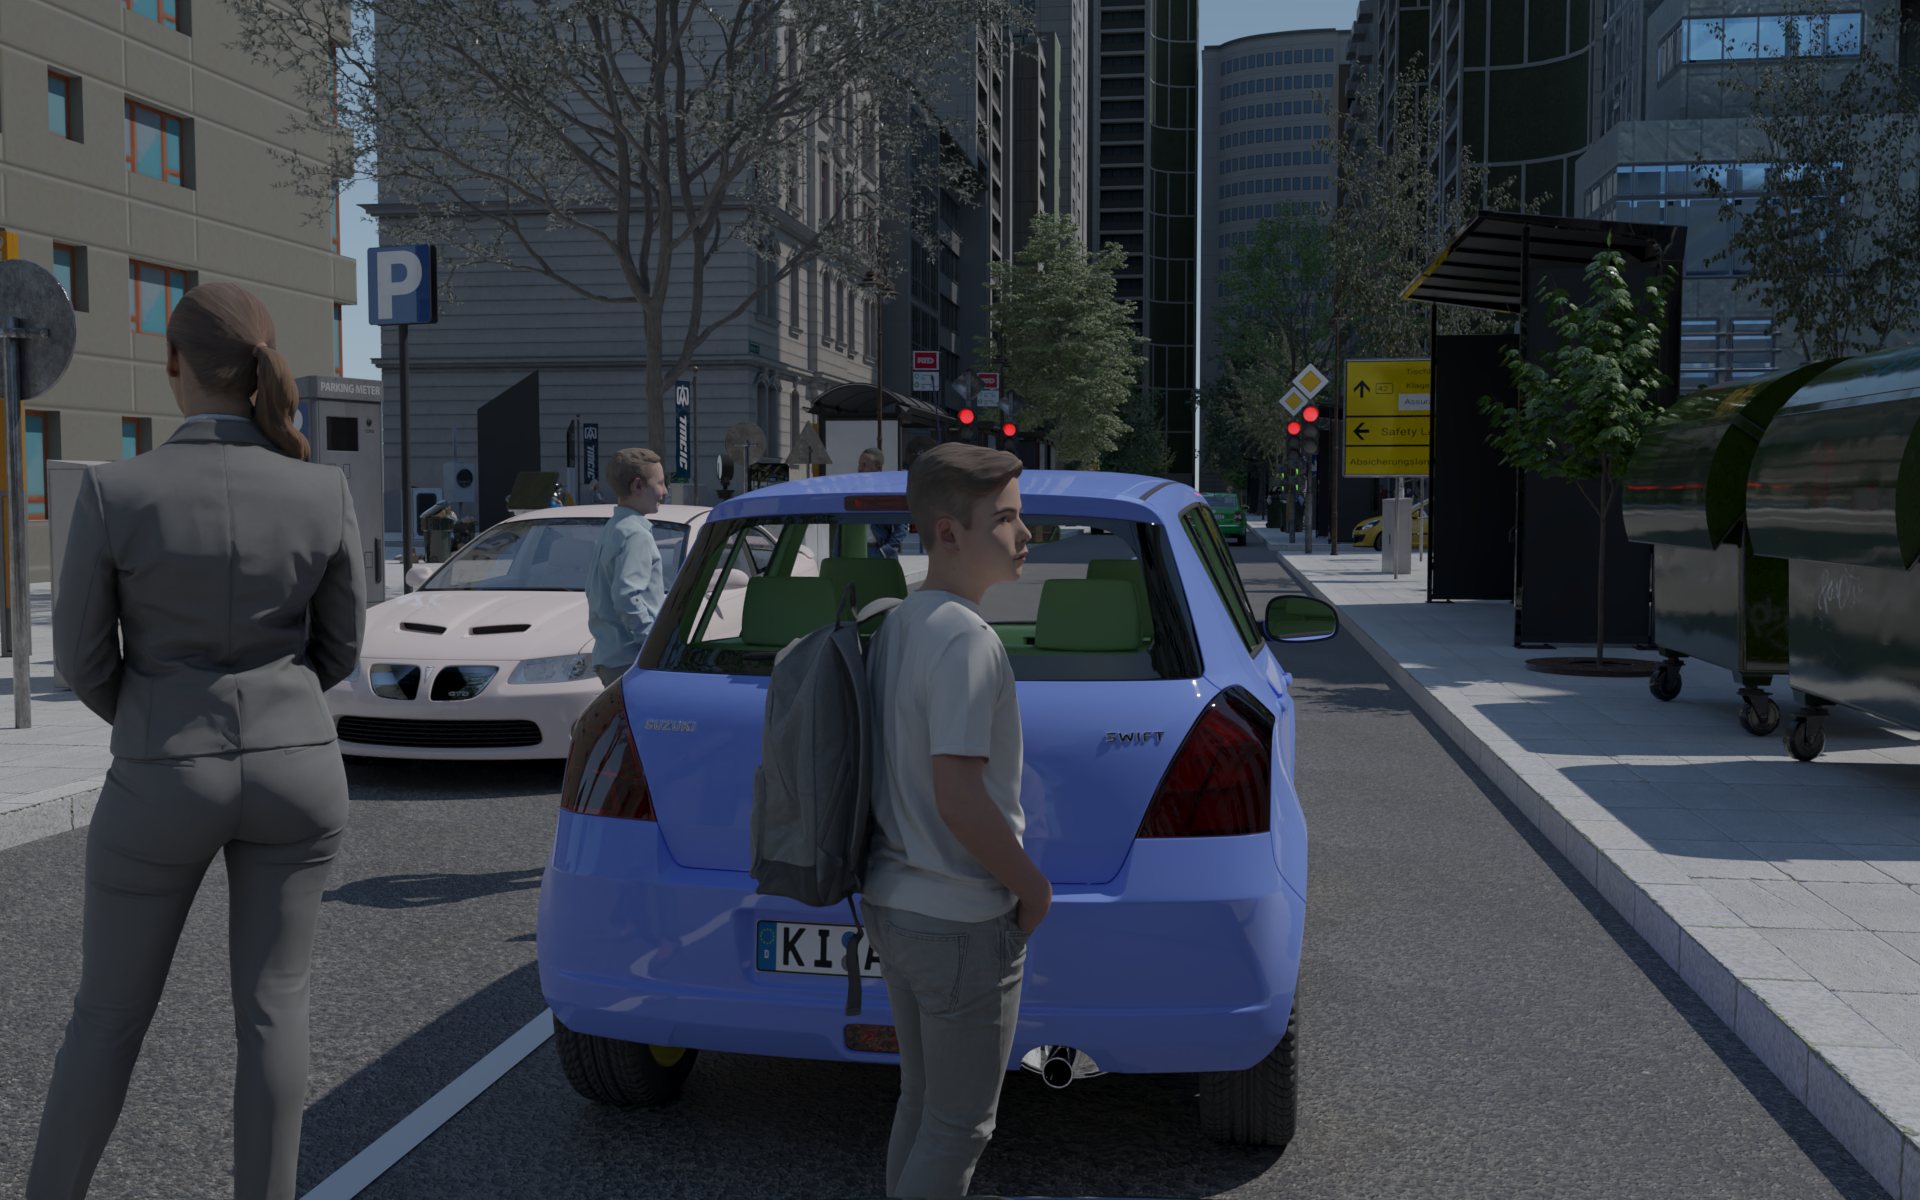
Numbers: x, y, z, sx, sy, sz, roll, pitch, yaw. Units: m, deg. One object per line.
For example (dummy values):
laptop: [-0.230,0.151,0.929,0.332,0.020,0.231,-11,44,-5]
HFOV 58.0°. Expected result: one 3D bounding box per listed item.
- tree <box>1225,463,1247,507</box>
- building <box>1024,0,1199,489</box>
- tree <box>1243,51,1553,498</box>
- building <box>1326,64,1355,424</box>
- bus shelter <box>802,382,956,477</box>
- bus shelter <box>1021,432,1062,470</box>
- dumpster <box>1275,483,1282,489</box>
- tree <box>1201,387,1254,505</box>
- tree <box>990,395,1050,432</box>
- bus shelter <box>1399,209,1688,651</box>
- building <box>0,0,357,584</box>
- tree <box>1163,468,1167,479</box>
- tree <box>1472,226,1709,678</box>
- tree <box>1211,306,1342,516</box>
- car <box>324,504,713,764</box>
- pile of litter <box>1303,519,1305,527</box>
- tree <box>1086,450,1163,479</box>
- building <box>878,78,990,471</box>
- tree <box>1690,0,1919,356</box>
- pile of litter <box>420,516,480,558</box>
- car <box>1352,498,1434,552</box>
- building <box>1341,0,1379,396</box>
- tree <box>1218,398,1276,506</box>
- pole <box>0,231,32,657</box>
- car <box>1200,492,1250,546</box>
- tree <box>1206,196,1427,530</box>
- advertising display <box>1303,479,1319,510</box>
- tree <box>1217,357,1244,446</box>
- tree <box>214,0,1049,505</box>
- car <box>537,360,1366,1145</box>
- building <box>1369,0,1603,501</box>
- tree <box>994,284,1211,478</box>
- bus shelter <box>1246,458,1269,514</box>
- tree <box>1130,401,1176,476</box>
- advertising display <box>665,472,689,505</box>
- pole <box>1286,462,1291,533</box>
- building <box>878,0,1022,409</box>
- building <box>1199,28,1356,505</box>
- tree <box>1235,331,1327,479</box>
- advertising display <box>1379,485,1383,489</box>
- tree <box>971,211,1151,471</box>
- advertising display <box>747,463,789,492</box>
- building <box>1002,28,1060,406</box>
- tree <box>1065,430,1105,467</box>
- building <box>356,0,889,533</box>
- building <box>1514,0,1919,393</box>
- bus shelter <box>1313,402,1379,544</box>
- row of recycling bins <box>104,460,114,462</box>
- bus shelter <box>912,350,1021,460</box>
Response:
tree: [27.757,-11.398,170.071,4.285,4.588,4.351,0,3,0]
building: [19.830,-47.872,220.957,20.611,71.187,20.563,1,4,8]
tree: [7.621,-4.826,29.267,4.360,8.622,3.978,0,3,0]
building: [44.951,-32.213,176.798,14.600,45.320,14.200,1,4,8]
bus shelter: [-1.474,-2.461,34.154,2.014,3.302,5.546,1,4,8]
bus shelter: [2.017,-5.012,59.574,2.179,5.291,8.768,1,4,9]
dumpster: [21.220,-6.820,114.008,1.502,2.255,1.985,1,4,8]
tree: [31.600,-17.605,194.496,9.857,13.997,8.962,0,3,0]
tree: [3.570,-9.136,99.738,4.360,8.622,3.978,0,3,0]
bus shelter: [5.571,-1.591,17.298,1.731,3.624,6.357,1,4,8]
building: [-28.209,-10.841,22.288,28.899,21.520,27.650,1,4,8]
tree: [17.505,-10.825,160.699,4.285,4.588,4.351,0,3,0]
tree: [4.781,-1.099,12.572,1.663,3.219,1.824,0,3,0]
tree: [18.164,-11.397,103.348,9.611,12.733,9.660,0,3,0]
car: [-2.133,0.111,10.555,2.083,1.381,4.827,1,4,10]
pile of litter: [13.183,-3.254,67.168,1.719,0.858,1.176,0,4,1]
tree: [9.105,-7.267,102.523,4.285,4.588,4.351,0,3,0]
building: [-7.297,-16.814,93.977,14.314,24.678,30.058,1,4,8]
tree: [12.272,-4.522,24.301,4.360,8.622,3.978,0,3,0]
pile of litter: [-9.905,-1.231,34.096,1.719,0.858,1.176,3,5,43]
car: [11.334,-1.883,41.014,3.980,1.641,2.015,1,4,9]
building: [45.928,-32.675,153.845,23.786,49.044,30.456,1,4,8]
tree: [29.876,-15.868,177.563,7.486,12.596,7.792,0,3,0]
pole: [-7.451,-1.207,13.581,0.158,3.312,0.155,0,3,0]
car: [7.256,-2.476,49.279,1.959,1.807,4.718,1,4,9]
tree: [12.498,-8.310,61.631,9.928,11.665,9.643,0,3,0]
advertising display: [14.981,-4.214,74.108,0.974,1.923,0.123,-1,4,-22]
tree: [12.862,-7.390,71.195,4.360,8.622,3.978,0,3,0]
tree: [-3.767,-6.806,21.652,12.009,13.543,11.850,0,3,0]
car: [0.165,0.267,5.226,1.945,1.707,3.694,1,4,10]
building: [40.058,-42.203,128.272,20.563,71.187,20.611,1,4,8]
tree: [6.179,-10.582,90.016,9.611,12.733,9.660,0,3,0]
bus shelter: [19.420,-7.487,113.703,1.731,3.624,6.357,1,4,9]
tree: [12.948,-10.809,127.089,4.737,8.622,4.395,0,3,0]
advertising display: [-8.376,-2.783,50.711,0.974,1.923,0.123,-3,5,-40]
pole: [10.760,-3.837,56.572,0.158,3.312,0.155,0,3,0]
building: [2.243,-45.327,179.352,20.611,71.187,20.563,1,4,8]
building: [44.489,-41.366,218.332,28.212,58.520,21.231,1,4,8]
tree: [14.681,-7.779,77.545,4.737,8.622,4.395,0,3,0]
advertising display: [28.498,-6.861,117.397,0.123,1.923,0.974,2,4,28]
tree: [3.943,-9.323,70.558,7.486,12.596,7.792,0,3,0]
advertising display: [-3.959,-1.871,35.810,0.974,1.923,0.123,-3,5,-40]
building: [0.999,-28.508,149.694,14.154,41.232,14.086,1,4,8]
tree: [7.806,-10.137,116.105,4.360,8.622,3.978,0,3,0]
building: [-11.250,-17.099,66.955,14.401,28.519,23.554,1,4,8]
building: [35.937,-45.644,58.946,31.000,86.520,22.319,1,4,8]
bus shelter: [10.404,-3.426,47.294,1.731,3.624,6.357,1,4,9]
row of recycling bins: [-10.512,-0.955,22.730,1.069,1.692,3.534,0,4,-5]
bus shelter: [0.139,-4.483,50.930,2.179,5.291,8.768,1,4,8]
